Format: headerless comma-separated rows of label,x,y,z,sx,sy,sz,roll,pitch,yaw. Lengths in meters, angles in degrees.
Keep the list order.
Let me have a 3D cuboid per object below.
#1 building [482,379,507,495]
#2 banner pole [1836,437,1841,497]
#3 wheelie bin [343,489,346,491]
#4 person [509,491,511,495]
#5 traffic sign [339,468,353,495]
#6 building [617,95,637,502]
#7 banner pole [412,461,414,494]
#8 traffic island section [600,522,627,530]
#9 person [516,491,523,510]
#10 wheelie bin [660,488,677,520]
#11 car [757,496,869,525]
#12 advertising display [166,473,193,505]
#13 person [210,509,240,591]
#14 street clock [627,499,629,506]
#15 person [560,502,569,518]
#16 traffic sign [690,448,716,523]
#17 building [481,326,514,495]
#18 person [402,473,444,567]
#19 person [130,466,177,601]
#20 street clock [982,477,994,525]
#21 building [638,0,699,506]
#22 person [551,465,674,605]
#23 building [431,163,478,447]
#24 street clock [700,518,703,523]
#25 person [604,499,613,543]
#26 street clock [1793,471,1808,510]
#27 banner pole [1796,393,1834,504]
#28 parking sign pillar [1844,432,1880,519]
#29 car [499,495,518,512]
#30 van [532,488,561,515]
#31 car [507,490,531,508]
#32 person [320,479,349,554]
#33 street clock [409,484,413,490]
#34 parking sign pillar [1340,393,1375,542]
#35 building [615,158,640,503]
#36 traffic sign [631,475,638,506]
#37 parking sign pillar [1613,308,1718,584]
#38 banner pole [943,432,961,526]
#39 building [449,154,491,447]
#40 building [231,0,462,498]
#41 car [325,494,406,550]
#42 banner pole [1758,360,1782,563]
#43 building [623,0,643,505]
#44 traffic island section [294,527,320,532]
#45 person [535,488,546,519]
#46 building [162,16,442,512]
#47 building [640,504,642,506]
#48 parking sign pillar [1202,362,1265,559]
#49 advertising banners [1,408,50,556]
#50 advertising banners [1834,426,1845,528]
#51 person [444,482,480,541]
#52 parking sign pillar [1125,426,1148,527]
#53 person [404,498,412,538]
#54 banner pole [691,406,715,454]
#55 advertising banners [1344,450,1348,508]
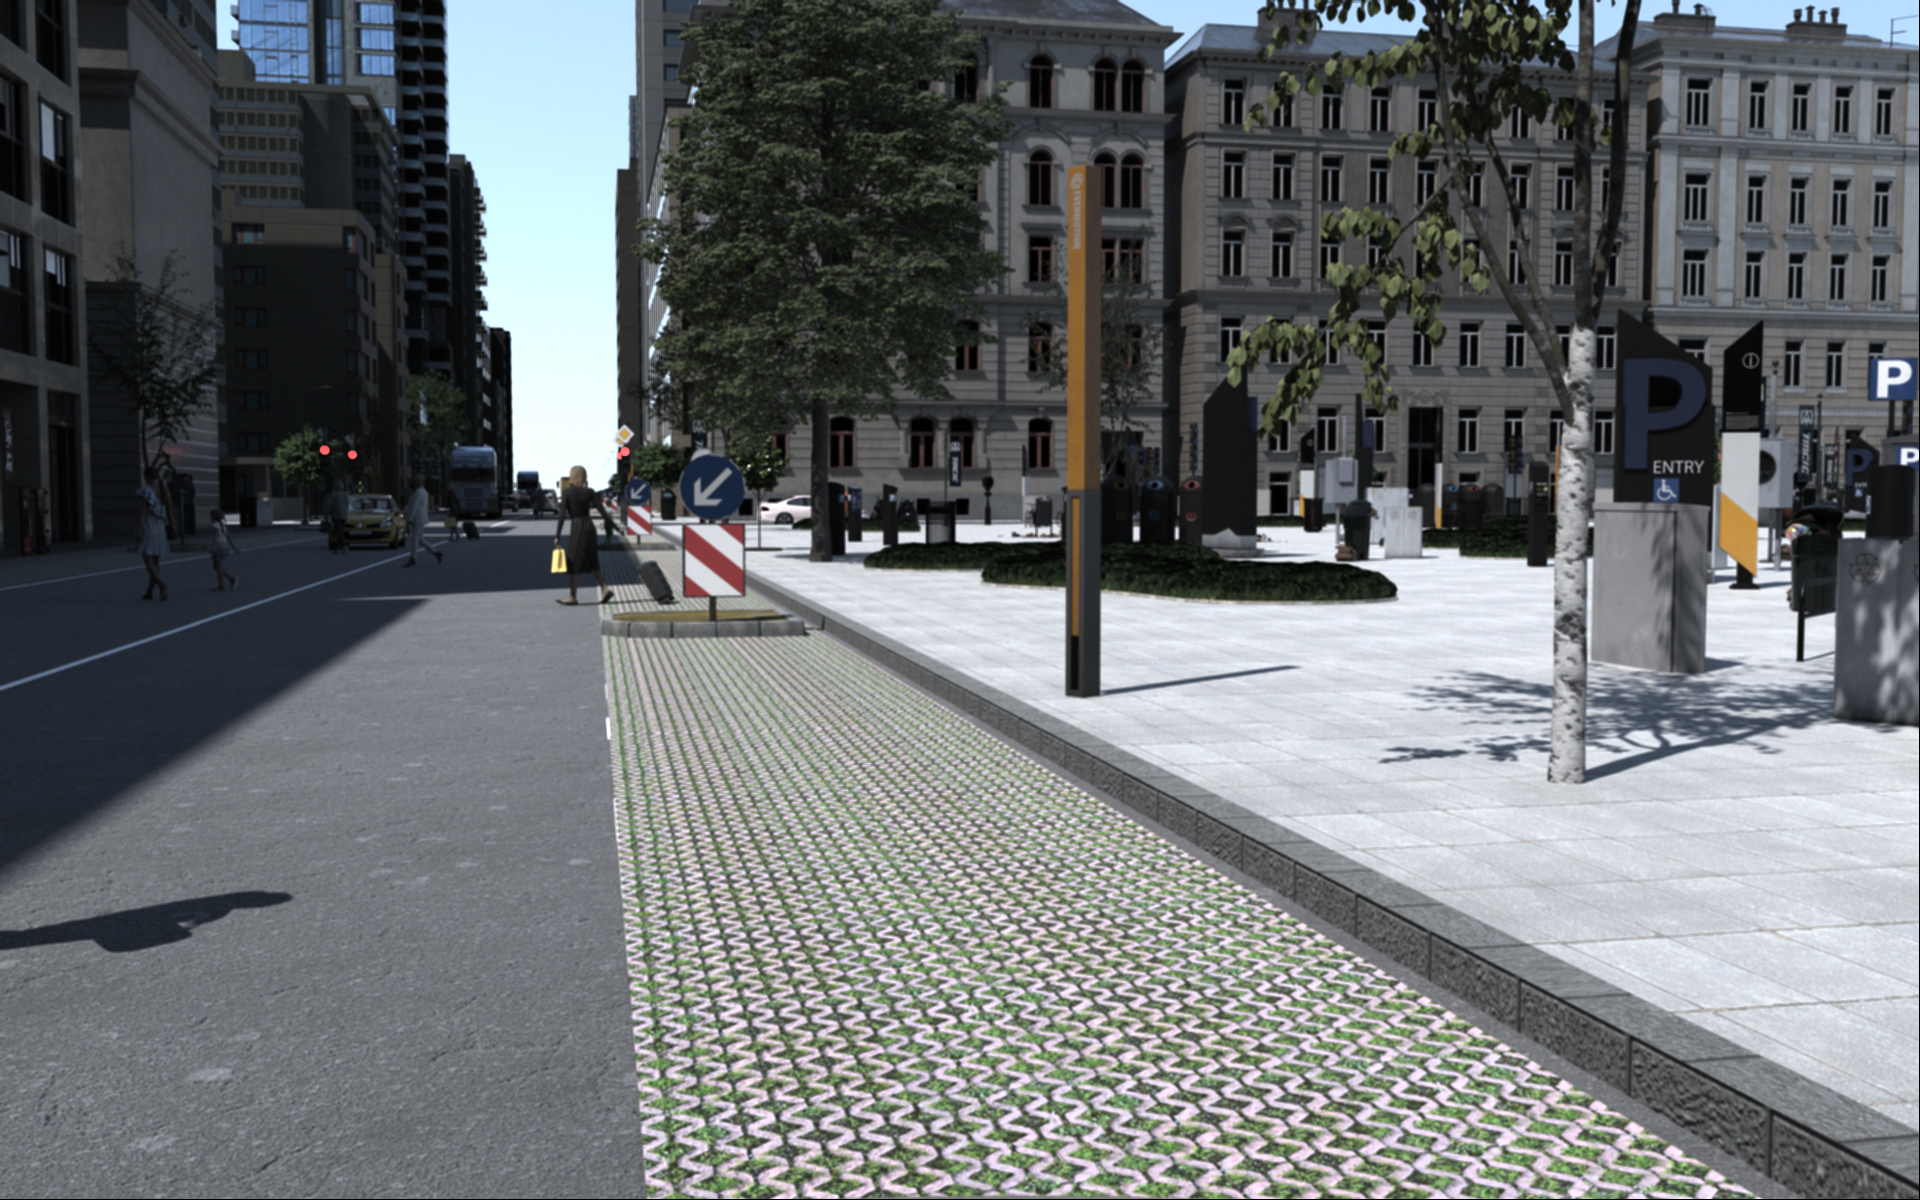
building,-86.081,-26.094,271.672,27.650,21.520,28.899,-1,4,-12
banner pole,38.385,-5.270,76.179,0.863,3.779,0.401,0,4,-5
wheelie bin,-35.666,-5.611,99.642,0.980,1.594,0.693,1,4,9
person,-56.567,-12.806,217.846,1.348,1.831,0.705,1,4,11
traffic sign,-30.217,-5.220,85.453,0.768,2.556,0.104,0,4,-8
building,-42.679,-58.664,271.833,22.319,86.520,31.000,-1,4,-12
banner pole,-41.252,-8.600,130.624,0.401,3.779,0.863,-2,4,-25
traffic island section,-15.116,-3.384,77.601,2.009,0.180,2.903,-1,4,-12
person,-40.650,-9.211,159.814,0.721,1.736,1.217,1,4,20
wheelie bin,-14.274,-4.700,84.756,0.693,1.594,0.980,-2,4,-30
car,-6.331,-3.817,74.765,4.827,1.381,2.083,-1,4,-12
advertising display,-24.460,-3.004,54.323,0.974,1.923,0.123,1,4,22
person,-10.888,-0.737,25.563,0.382,1.210,0.505,0,4,-5
street clock,-27.462,-8.476,143.157,0.471,2.002,0.358,-1,4,-10
person,-23.663,-5.794,103.900,0.731,1.740,0.598,-3,4,-36
traffic sign,-7.072,-2.927,47.956,0.768,2.556,0.104,0,4,-4
building,-83.489,-31.939,293.896,14.160,30.474,14.107,-1,4,-12
person,-10.632,-1.583,34.256,0.818,1.842,0.514,-1,4,-23
person,-10.821,-0.901,23.331,0.778,1.811,0.616,3,5,40
street clock,1.163,-4.139,72.239,0.358,2.002,0.471,3,5,45
building,-20.540,-38.358,169.146,21.231,58.520,28.212,-1,4,-12
person,-4.504,-0.831,22.304,1.509,1.804,0.699,0,4,3
building,-65.645,-32.046,207.538,14.154,41.232,14.086,-1,4,-12
street clock,-7.178,-2.676,48.330,0.358,2.002,0.471,-1,4,-8
person,-9.449,-2.064,46.487,0.306,1.304,0.590,1,4,9
street clock,26.096,-3.010,53.784,0.471,2.002,0.358,2,4,32
banner pole,21.112,-3.240,42.997,0.863,3.779,0.401,-1,4,-18
parking sign pillar,38.908,-5.274,74.707,1.447,3.967,1.447,-2,4,-28
car,-36.381,-7.714,138.703,1.945,1.354,3.894,-1,4,-10
van,-29.049,-7.003,121.516,2.013,2.044,4.112,-1,4,-11
car,-44.397,-10.134,174.370,2.281,1.827,5.304,-1,4,-14
person,-14.883,-1.997,41.339,0.728,1.800,0.709,2,4,33
street clock,-40.500,-7.538,127.824,0.358,2.002,0.471,-1,4,-14
parking sign pillar,10.964,-3.579,46.992,1.447,3.967,1.447,1,4,16
building,-37.924,-38.116,246.896,21.300,48.544,21.600,-1,4,-12
traffic sign,-21.742,-7.120,116.510,0.768,2.556,0.104,-1,4,-11
parking sign pillar,10.181,-2.237,25.044,1.447,3.967,1.447,1,4,11
banner pole,-0.344,-4.856,69.413,0.863,3.779,0.401,1,4,11
building,-77.829,-38.085,242.300,23.786,49.044,30.456,-1,4,-12
building,-64.492,-53.226,182.921,22.319,86.520,31.000,-1,4,-12
car,-15.704,-2.183,45.910,2.015,1.641,3.980,-1,4,-13
banner pole,15.021,-2.599,32.509,0.401,3.779,0.863,-3,5,-43
building,-31.731,-47.556,215.787,20.563,71.187,20.611,-1,4,-12
traffic island section,-24.638,-2.760,67.414,2.009,0.180,2.903,-1,4,-12
person,-24.395,-5.627,100.603,0.635,1.810,0.391,-1,4,-13
building,-64.180,-28.373,155.776,32.217,40.220,23.993,-1,4,-12
building,-20.167,-30.859,196.424,32.217,40.220,23.993,-1,4,-12
parking sign pillar,5.439,-2.841,34.917,1.447,3.967,1.447,-2,4,-27
advertising banners,-19.509,-2.444,36.145,0.090,3.025,2.074,0,4,-6
advertising banners,22.168,-2.905,43.691,0.090,3.025,2.074,1,4,22
person,-15.424,-2.739,53.507,0.699,1.804,1.509,2,4,29
parking sign pillar,7.035,-4.930,69.072,1.447,3.967,1.447,2,4,30
person,-17.836,-2.654,56.146,0.306,1.304,0.590,-2,4,-29
banner pole,-7.214,-3.610,49.040,0.863,3.779,0.401,-2,4,-23
advertising banners,15.201,-4.402,68.158,0.090,3.025,2.074,1,4,15
